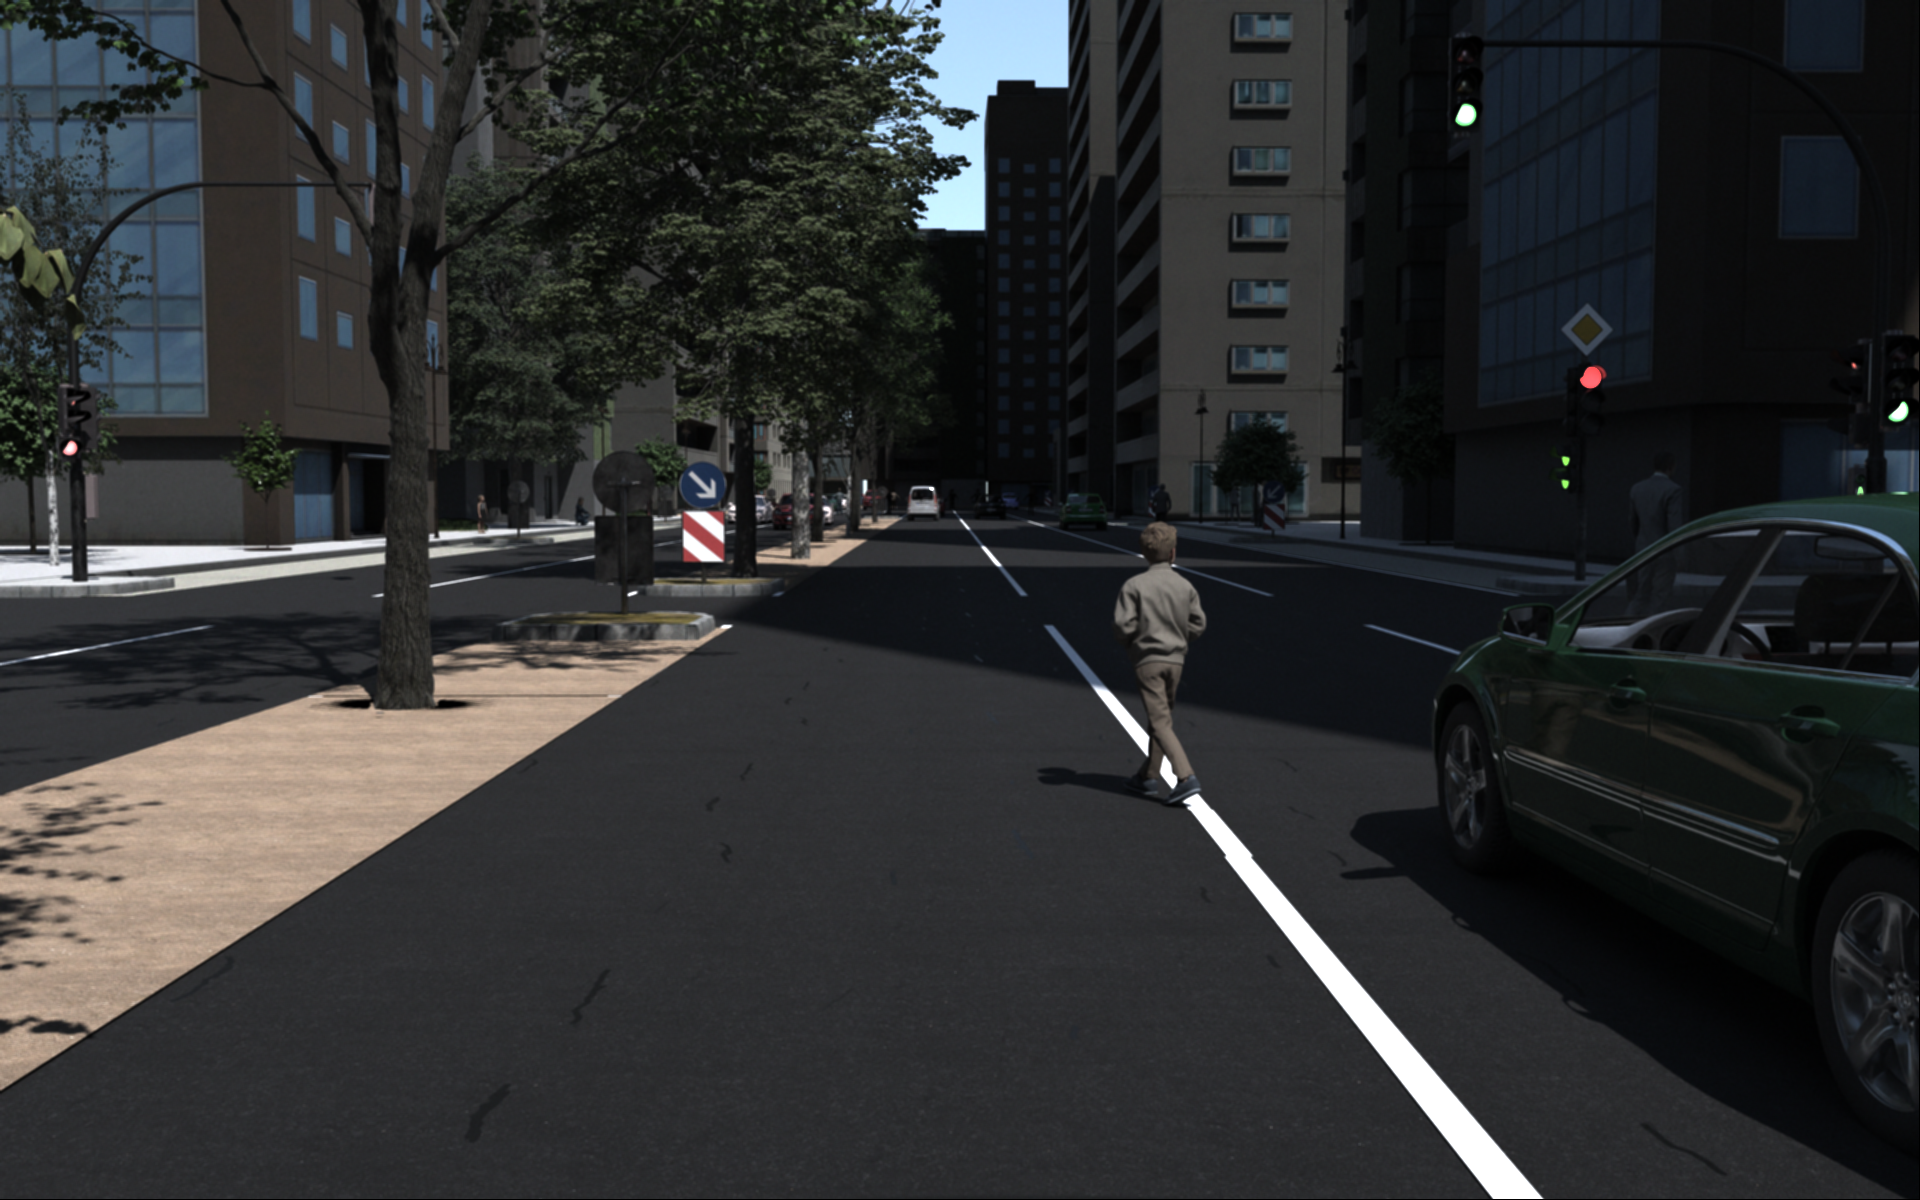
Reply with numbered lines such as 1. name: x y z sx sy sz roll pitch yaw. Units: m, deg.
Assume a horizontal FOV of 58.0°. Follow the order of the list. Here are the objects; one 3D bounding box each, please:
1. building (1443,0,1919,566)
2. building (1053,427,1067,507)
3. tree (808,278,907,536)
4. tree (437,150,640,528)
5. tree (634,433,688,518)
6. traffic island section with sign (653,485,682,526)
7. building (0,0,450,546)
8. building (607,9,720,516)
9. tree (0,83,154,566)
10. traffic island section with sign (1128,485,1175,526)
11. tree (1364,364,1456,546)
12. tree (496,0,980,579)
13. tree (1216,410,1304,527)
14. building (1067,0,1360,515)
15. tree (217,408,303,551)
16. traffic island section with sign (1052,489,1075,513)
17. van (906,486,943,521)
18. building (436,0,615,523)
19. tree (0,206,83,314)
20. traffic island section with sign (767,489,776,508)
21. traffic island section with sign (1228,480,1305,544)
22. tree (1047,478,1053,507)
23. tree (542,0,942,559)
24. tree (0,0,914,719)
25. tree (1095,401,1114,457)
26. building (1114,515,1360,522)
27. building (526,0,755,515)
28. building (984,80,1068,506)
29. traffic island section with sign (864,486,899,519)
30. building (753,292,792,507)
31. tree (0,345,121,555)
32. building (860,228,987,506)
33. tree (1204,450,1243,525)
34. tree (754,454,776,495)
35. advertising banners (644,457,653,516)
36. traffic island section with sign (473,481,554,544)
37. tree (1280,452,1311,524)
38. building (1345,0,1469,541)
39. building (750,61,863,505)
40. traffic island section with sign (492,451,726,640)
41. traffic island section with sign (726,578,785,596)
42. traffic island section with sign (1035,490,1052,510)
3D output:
1. building: 18.397 -23.378 32.344 14.200 45.320 14.600 0 4 -1
2. building: 20.815 -51.733 158.504 22.319 86.520 31.000 0 4 -1
3. tree: -3.785 -6.453 58.327 4.360 8.622 3.978 0 3 0
4. tree: -16.582 -9.639 64.260 9.857 13.997 8.962 0 3 0
5. tree: -16.143 -6.661 92.614 4.285 4.588 4.351 0 3 0
6. traffic island section with sign: -13.223 -4.222 77.651 1.989 1.847 2.006 0 4 -1
7. building: -23.470 -24.344 48.139 14.600 45.320 14.200 0 4 -1
8. building: -27.486 -29.768 110.403 21.300 48.544 21.600 0 4 -1
9. tree: -16.255 -4.906 30.569 4.360 8.622 3.978 0 3 0
10. traffic island section with sign: 8.604 -4.252 78.150 1.989 1.847 2.006 0 4 -1
11. tree: 11.720 -3.661 43.575 4.285 4.588 4.351 0 3 0
12. tree: -3.563 -6.558 27.810 7.486 12.596 7.792 0 3 0
13. tree: 11.659 -5.129 67.566 4.285 4.588 4.351 0 3 0
14. building: 19.717 -31.174 133.398 21.300 48.544 21.600 0 4 -1
15. tree: -15.649 -2.731 39.250 1.663 3.219 1.824 0 3 0
16. traffic island section with sign: 8.012 -7.291 127.828 1.989 1.847 2.006 0 4 -1
17. van: -1.955 -5.298 93.632 2.013 2.044 4.112 0 4 1
18. building: -23.966 -24.086 77.407 14.154 41.232 14.086 0 4 -1
19. tree: -3.258 -3.073 3.056 4.737 8.622 4.395 0 3 0
20. traffic island section with sign: -13.799 -7.251 127.173 1.989 1.847 2.006 0 4 -1
21. traffic island section with sign: 8.918 -2.568 50.619 1.989 1.847 2.006 0 4 -1
22. tree: 9.618 -11.249 178.520 1.663 3.219 1.824 0 3 0
23. tree: -4.736 -11.014 38.426 12.611 20.169 13.585 0 3 0
24. tree: -3.601 -5.071 11.118 9.928 11.665 9.643 0 3 0
25. tree: 10.541 -9.471 105.218 4.360 8.622 3.978 0 3 0
26. building: 19.760 -28.483 89.394 21.300 48.544 21.600 0 4 -1
27. building: -23.182 -27.241 128.980 14.154 41.232 14.086 0 4 -1
28. building: 9.957 -33.084 191.039 14.200 45.320 14.600 0 4 -1
29. traffic island section with sign: -4.530 -5.638 100.315 2.006 1.907 1.989 0 4 -1
30. building: -31.168 -19.393 162.107 28.899 21.520 27.650 0 4 -1
31. tree: -19.850 -3.249 36.833 4.285 4.588 4.351 0 3 0
32. building: -4.194 -25.653 191.133 14.107 30.474 14.160 0 4 -1
33. tree: 11.120 -4.697 71.401 1.663 3.219 1.824 0 3 0
34. tree: -17.546 -9.981 146.903 4.285 4.588 4.351 0 3 0
35. advertising banners: -15.035 -5.343 83.545 0.090 3.025 2.074 0 4 0
36. traffic island section with sign: -12.894 -2.548 50.287 1.989 1.847 2.006 0 4 -1
37. tree: 14.066 -4.896 74.651 1.663 3.219 1.824 0 3 0
38. building: 18.979 -17.213 53.127 14.160 30.474 14.107 0 4 -1
39. building: -25.493 -37.215 197.697 27.495 52.752 28.713 0 4 -1
40. traffic island section with sign: -3.563 -0.589 17.775 2.006 1.907 1.989 0 4 -1
41. traffic island section with sign: -3.640 -1.042 25.181 2.006 1.907 1.989 0 4 -1
42. traffic island section with sign: 7.705 -8.939 154.782 1.989 1.847 2.006 0 4 -1
